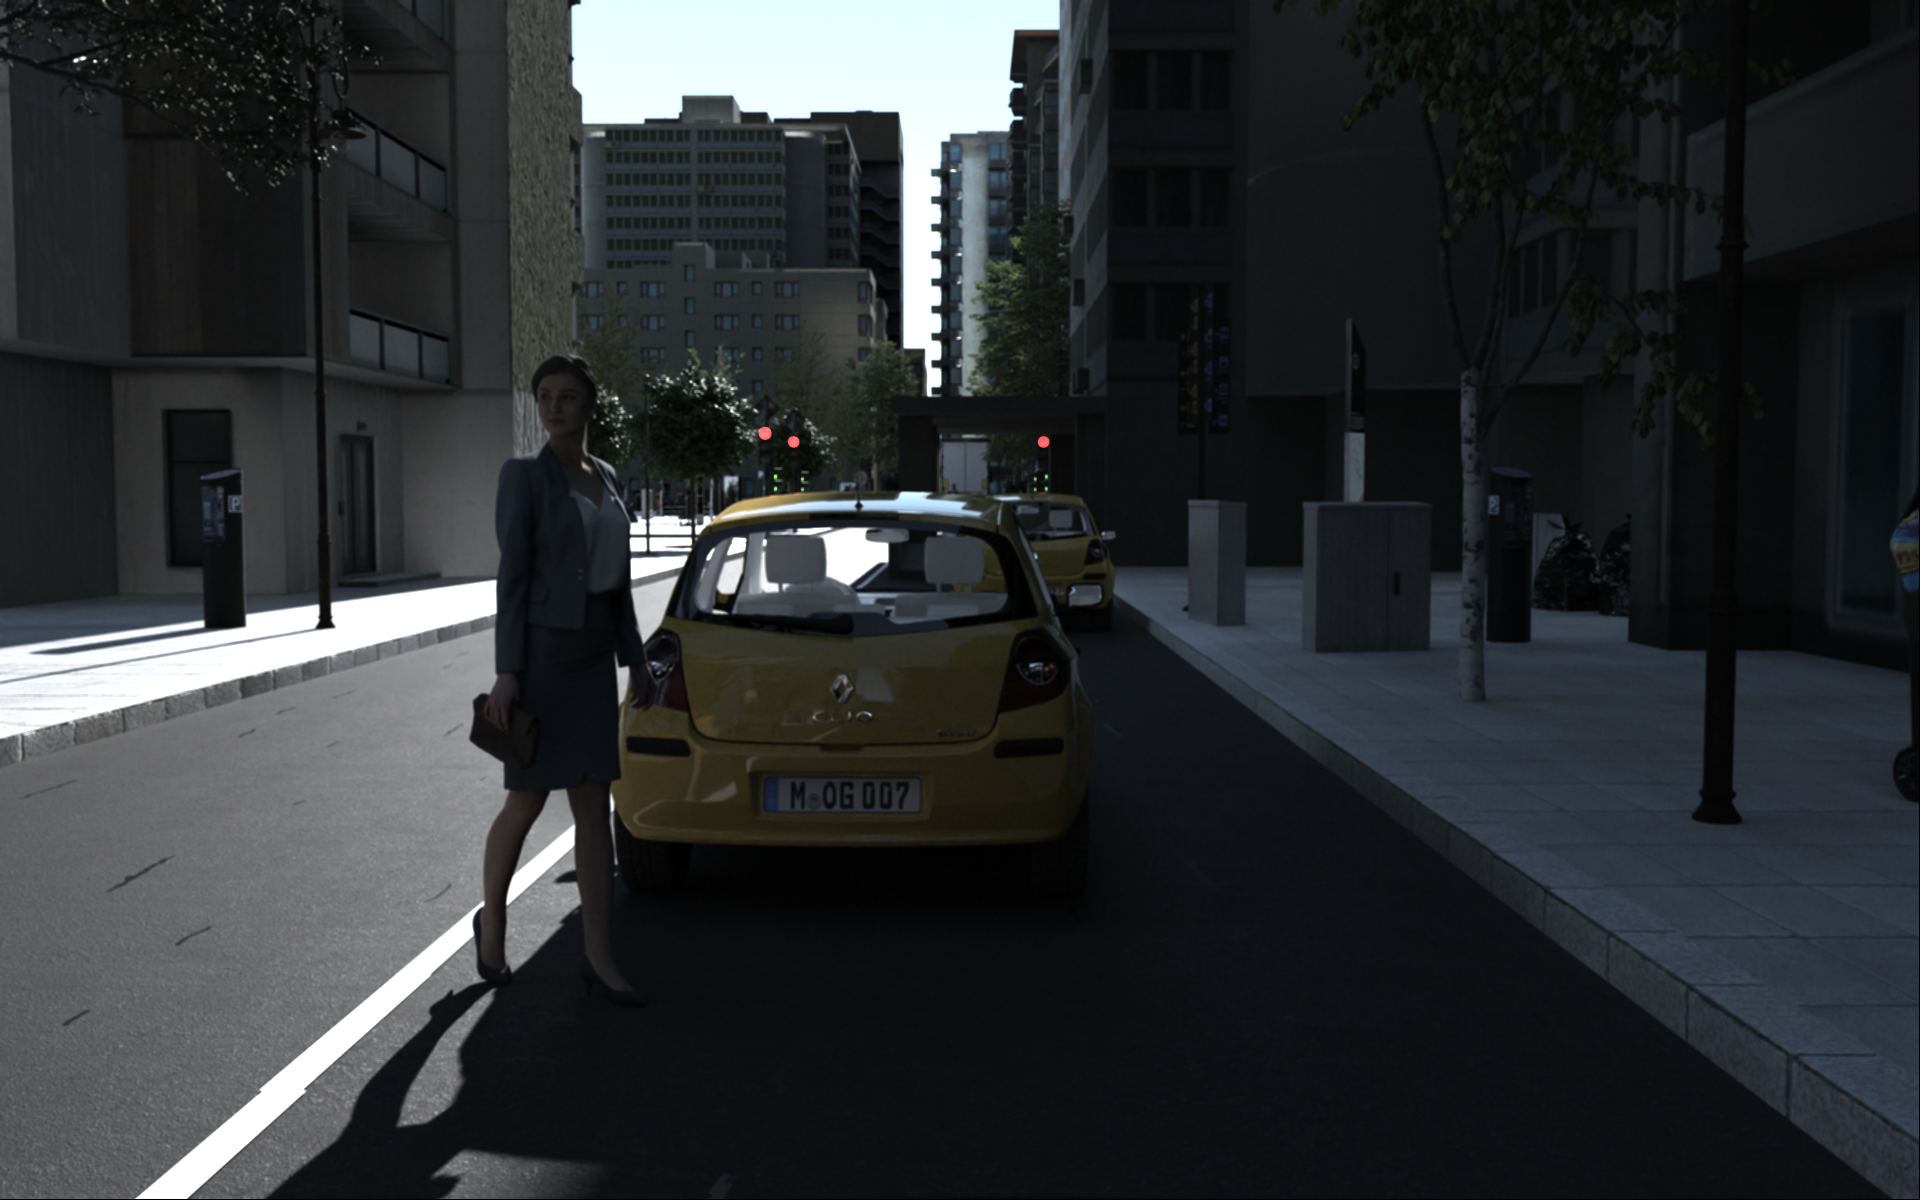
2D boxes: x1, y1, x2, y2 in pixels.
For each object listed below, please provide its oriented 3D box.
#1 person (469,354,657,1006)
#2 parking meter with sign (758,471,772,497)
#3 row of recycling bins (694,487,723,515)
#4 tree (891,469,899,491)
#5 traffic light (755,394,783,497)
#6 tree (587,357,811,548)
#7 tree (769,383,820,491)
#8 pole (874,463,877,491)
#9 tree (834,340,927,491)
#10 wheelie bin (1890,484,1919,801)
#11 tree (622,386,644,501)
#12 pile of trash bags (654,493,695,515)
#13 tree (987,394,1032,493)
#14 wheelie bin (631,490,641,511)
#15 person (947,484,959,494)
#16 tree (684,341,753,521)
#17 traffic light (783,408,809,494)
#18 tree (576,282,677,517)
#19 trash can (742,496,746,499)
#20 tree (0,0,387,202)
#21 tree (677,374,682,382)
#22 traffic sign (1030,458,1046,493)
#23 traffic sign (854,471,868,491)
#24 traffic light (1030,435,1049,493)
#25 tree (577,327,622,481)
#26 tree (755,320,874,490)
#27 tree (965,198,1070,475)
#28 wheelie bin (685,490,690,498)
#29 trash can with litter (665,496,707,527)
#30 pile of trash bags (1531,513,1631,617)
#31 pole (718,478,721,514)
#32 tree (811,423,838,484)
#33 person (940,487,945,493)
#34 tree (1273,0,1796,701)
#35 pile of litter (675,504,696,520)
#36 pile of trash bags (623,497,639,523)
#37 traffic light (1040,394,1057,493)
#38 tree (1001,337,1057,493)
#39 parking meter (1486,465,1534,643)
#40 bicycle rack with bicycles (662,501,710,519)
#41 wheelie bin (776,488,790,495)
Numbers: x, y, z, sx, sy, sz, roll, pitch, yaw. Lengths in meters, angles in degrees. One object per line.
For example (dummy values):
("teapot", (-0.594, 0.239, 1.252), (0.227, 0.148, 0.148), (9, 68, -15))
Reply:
("person", (-1.152, 0.217, 4.973), (0.581, 1.822, 0.654), (-3, 5, -41))
("parking meter with sign", (-14.508, -8.219, 130.634), (0.543, 3.016, 1.738), (2, 4, 28))
("row of recycling bins", (-15.170, -6.126, 107.269), (1.069, 1.692, 3.534), (2, 4, 27))
("tree", (-6.054, -12.550, 188.897), (4.285, 4.588, 4.351), (0, 3, 0))
("traffic light", (-5.439, -3.665, 48.841), (0.839, 4.253, 0.868), (0, 4, 0))
("tree", (-6.473, -3.546, 41.685), (4.285, 4.588, 4.351), (0, 3, 0))
("tree", (-10.757, -9.952, 113.076), (4.360, 8.622, 3.978), (0, 3, 0))
("pole", (-5.528, -7.323, 113.566), (0.158, 3.312, 0.155), (0, 3, 0))
("tree", (-5.568, -12.810, 127.569), (7.486, 12.596, 7.792), (0, 3, 0))
("wheelie bin", (4.333, 0.052, 7.053), (0.980, 1.594, 0.693), (-1, 4, -9))
("tree", (-22.781, -10.212, 117.333), (4.360, 8.622, 3.978), (0, 3, 0))
("pile of trash bags", (-17.796, -5.890, 106.051), (1.912, 1.369, 3.447), (1, 4, 16))
("tree", (3.648, -9.752, 109.814), (4.737, 8.622, 4.395), (0, 3, 0))
("wheelie bin", (-24.333, -7.481, 130.225), (0.980, 1.594, 0.693), (1, 4, 20))
("person", (-0.329, -4.316, 78.422), (0.648, 1.900, 0.474), (-3, 5, -40))
("tree", (-12.020, -8.146, 83.553), (4.360, 8.622, 3.978), (0, 3, 0))
("traffic light", (-5.404, -4.153, 56.826), (0.839, 4.253, 0.868), (0, 4, 0))
("tree", (-12.404, -6.669, 59.398), (4.737, 8.622, 4.395), (0, 3, 0))
("trash can", (-15.881, -6.971, 125.635), (0.748, 1.137, 0.748), (0, 3, 0))
("tree", (-6.805, -4.597, 9.570), (7.601, 10.594, 8.767), (-1, 4, -9))
("tree", (-16.745, -8.995, 97.431), (4.737, 8.622, 4.395), (0, 3, 0))
("traffic sign", (2.843, -3.744, 61.328), (0.768, 2.556, 0.104), (0, 4, 4))
("traffic sign", (-5.369, -5.727, 93.736), (0.768, 2.556, 0.104), (0, 4, 6))
("traffic light", (2.707, -4.152, 56.807), (0.839, 4.253, 0.868), (0, 4, 0))
("tree", (-16.125, -7.407, 71.471), (4.360, 8.622, 3.978), (0, 3, 0))
("tree", (-6.923, -7.572, 74.167), (4.737, 8.622, 4.395), (0, 3, 0))
("tree", (4.031, -9.097, 66.865), (7.486, 12.596, 7.792), (0, 3, 0))
("wheelie bin", (-20.104, -7.456, 129.809), (0.693, 1.594, 0.980), (2, 4, 27))
("trash can with litter", (-10.954, -3.556, 69.200), (1.678, 1.210, 2.233), (-1, 4, -9))
("pile of trash bags", (8.214, -0.571, 19.088), (3.447, 1.369, 1.912), (-1, 4, -9))
("pole", (-14.181, -6.619, 102.068), (0.158, 3.312, 0.155), (0, 3, 0))
("tree", (-6.244, -4.885, 63.585), (4.285, 4.588, 4.351), (0, 3, 0))
("person", (-0.931, -4.610, 84.218), (0.599, 1.781, 0.374), (0, 4, 6))
("tree", (3.208, -3.665, 10.292), (4.737, 8.622, 4.395), (0, 3, 0))
("pile of litter", (-13.493, -4.494, 87.448), (1.719, 0.858, 1.176), (0, 4, -6))
("pile of trash bags", (-16.032, -4.174, 77.992), (3.447, 1.369, 1.912), (3, 5, 44))
("traffic light", (2.673, -3.664, 48.822), (0.839, 4.253, 0.868), (0, 4, 0))
("tree", (3.516, -7.915, 79.777), (4.360, 8.622, 3.978), (0, 3, 0))
("parking meter", (4.782, -0.407, 15.064), (0.372, 1.533, 0.369), (0, 3, 0))
("bicycle rack with bicycles", (-14.102, -4.728, 90.689), (2.852, 0.926, 2.925), (3, 5, 43))
("wheelie bin", (-8.159, -4.386, 79.622), (0.693, 1.594, 0.980), (-1, 4, -19))
